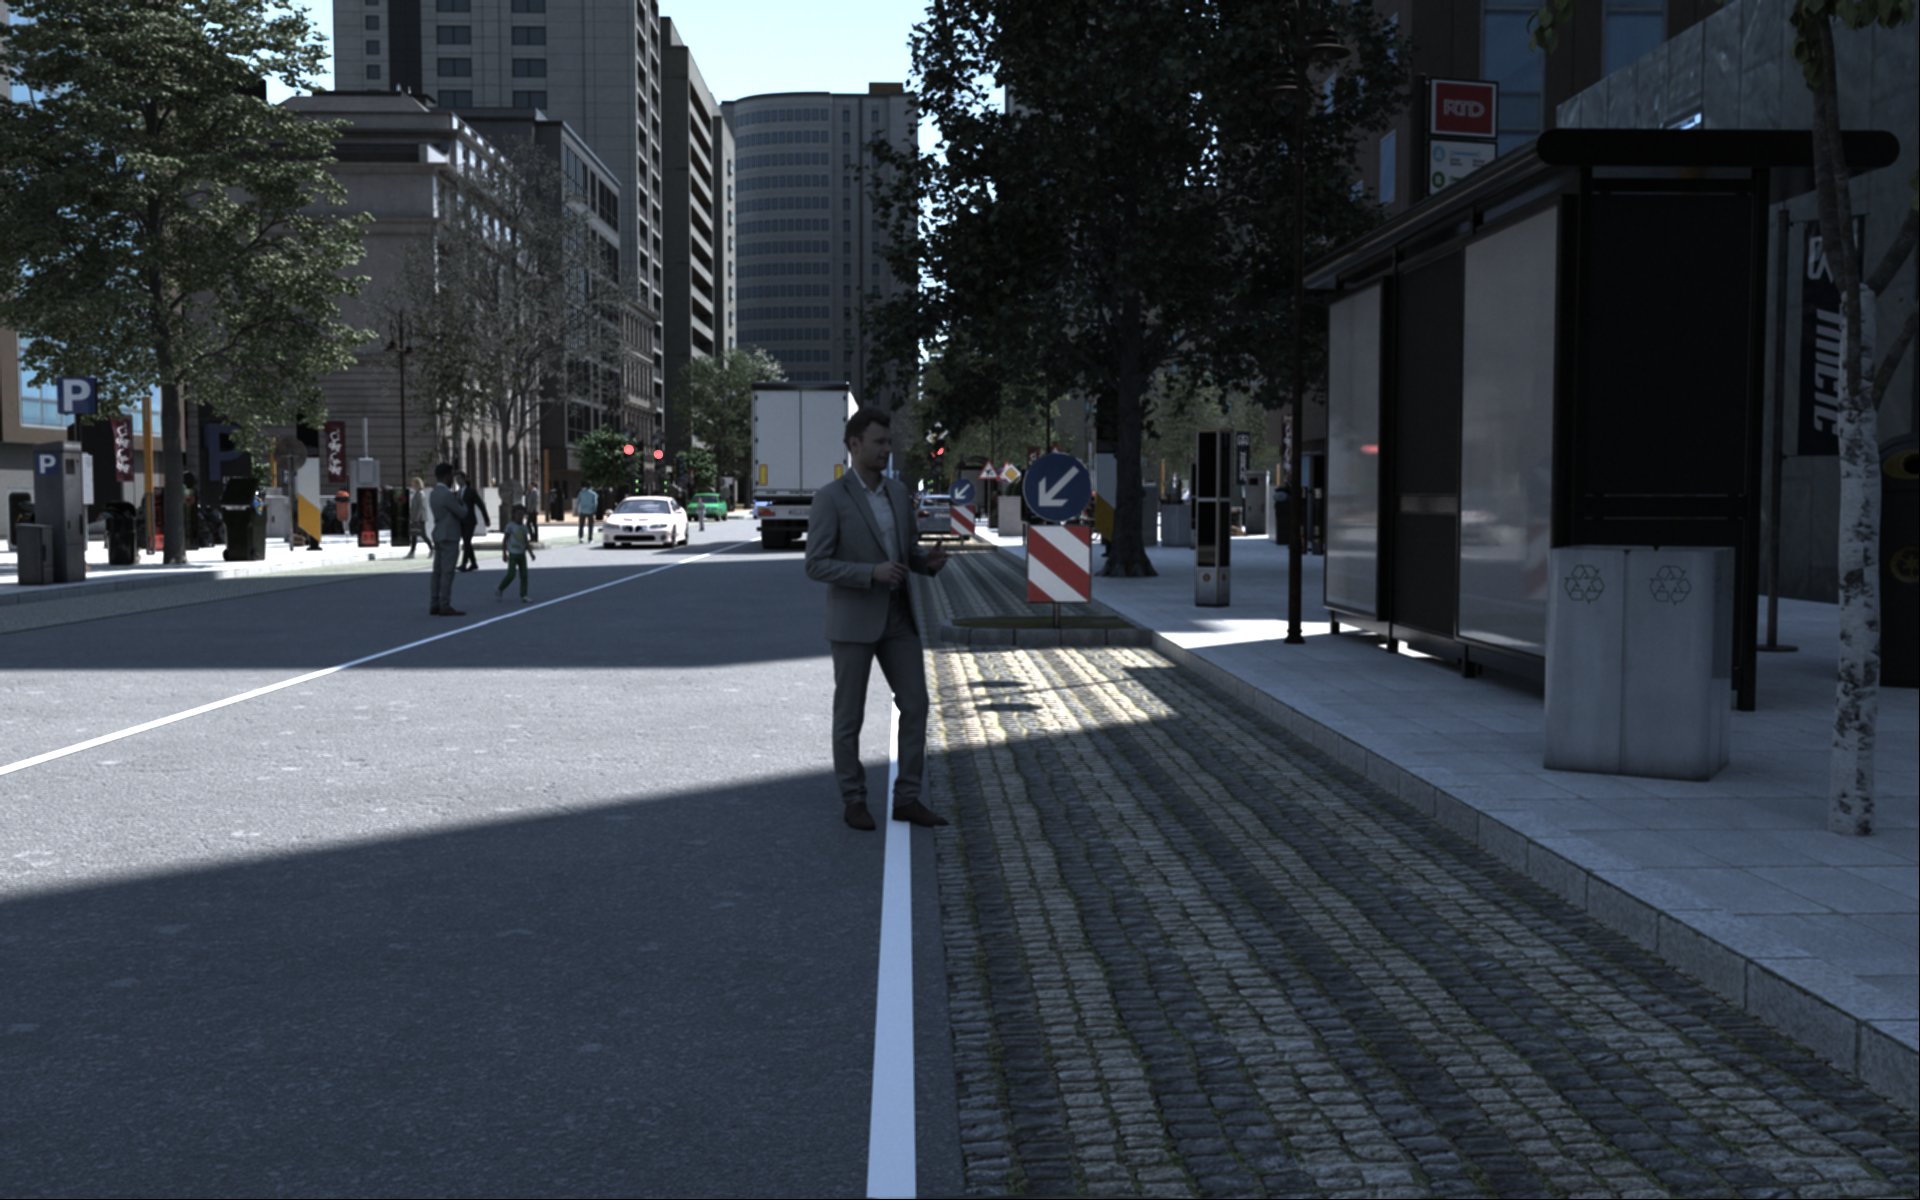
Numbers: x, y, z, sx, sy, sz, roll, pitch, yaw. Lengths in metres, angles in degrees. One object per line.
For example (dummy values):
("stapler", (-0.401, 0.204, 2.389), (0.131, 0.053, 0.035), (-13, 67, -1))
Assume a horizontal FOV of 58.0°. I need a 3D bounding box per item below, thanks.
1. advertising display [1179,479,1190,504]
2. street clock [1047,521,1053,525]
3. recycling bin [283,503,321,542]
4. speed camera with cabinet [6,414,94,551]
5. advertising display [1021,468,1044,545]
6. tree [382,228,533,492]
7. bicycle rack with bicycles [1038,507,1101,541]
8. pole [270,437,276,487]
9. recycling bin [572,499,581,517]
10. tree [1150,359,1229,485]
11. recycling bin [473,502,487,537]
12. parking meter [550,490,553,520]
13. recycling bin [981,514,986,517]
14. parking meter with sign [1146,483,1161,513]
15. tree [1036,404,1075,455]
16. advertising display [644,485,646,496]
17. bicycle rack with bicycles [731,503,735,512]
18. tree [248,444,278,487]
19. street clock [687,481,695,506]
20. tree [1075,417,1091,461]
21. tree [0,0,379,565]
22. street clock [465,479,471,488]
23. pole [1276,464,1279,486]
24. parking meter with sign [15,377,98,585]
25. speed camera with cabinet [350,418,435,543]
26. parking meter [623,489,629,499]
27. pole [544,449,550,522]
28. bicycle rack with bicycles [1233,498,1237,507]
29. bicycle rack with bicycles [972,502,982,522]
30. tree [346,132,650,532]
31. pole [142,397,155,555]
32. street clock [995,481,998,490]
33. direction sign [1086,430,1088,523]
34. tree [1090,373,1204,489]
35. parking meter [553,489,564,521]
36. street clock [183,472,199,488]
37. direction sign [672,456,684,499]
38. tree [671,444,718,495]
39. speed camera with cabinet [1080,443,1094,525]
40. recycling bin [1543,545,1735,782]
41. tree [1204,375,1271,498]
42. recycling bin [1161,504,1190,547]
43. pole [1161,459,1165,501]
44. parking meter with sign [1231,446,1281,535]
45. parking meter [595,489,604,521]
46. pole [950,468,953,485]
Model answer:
("advertising display", (9.853, -4.335, 76.085), (0.123, 1.923, 0.974), (2, 4, 31))
("street clock", (1.855, -1.868, 35.109), (0.471, 2.002, 0.358), (1, 4, 12))
("recycling bin", (-17.731, -2.088, 46.691), (0.722, 1.027, 0.722), (1, 4, 10))
("speed camera with cabinet", (-20.467, -2.725, 38.893), (2.038, 3.252, 0.660), (1, 4, 20))
("advertising display", (1.835, -2.351, 43.655), (0.123, 1.923, 0.974), (2, 4, 33))
("tree", (-14.330, -6.023, 48.846), (4.360, 8.622, 3.978), (0, 3, 0))
("bicycle rack with bicycles", (3.166, -2.071, 47.241), (2.925, 0.926, 2.852), (-1, 4, -15))
("pole", (-24.595, -4.172, 62.053), (0.158, 3.312, 0.155), (0, 3, 0))
("recycling bin", (-21.593, -5.257, 98.511), (0.722, 1.027, 0.722), (-2, 4, -32))
("tree", (18.977, -13.746, 142.871), (7.486, 12.596, 7.792), (0, 3, 0))
("recycling bin", (-14.768, -2.439, 52.439), (0.722, 1.027, 0.722), (-2, 4, -30))
("parking meter", (-20.166, -4.747, 86.016), (0.372, 1.533, 0.369), (0, 3, 0))
("recycling bin", (1.221, -5.234, 98.131), (0.722, 1.027, 0.722), (1, 4, 12))
("parking meter with sign", (13.104, -7.520, 119.205), (1.738, 3.016, 0.543), (1, 4, 11))
("tree", (8.198, -11.691, 141.516), (4.360, 8.622, 3.978), (0, 3, 0))
("advertising display", (-23.422, -7.429, 126.679), (0.974, 1.923, 0.123), (-1, 4, -10))
("bicycle rack with bicycles", (-17.710, -6.729, 123.405), (2.925, 0.926, 2.852), (0, 4, 3))
("tree", (-24.424, -3.974, 59.575), (1.663, 3.219, 1.824), (0, 3, 0))
("street clock", (-15.456, -5.803, 99.452), (0.358, 2.002, 0.471), (2, 4, 27))
("tree", (11.328, -10.886, 128.346), (4.360, 8.622, 3.978), (0, 3, 0))
("tree", (-14.816, -6.925, 31.351), (7.486, 12.596, 7.792), (0, 3, 0))
("street clock", (-23.461, -4.773, 82.615), (0.358, 2.002, 0.471), (-1, 4, -13))
("pole", (21.387, -7.509, 116.610), (0.158, 3.312, 0.155), (0, 3, 0))
("parking meter with sign", (-13.092, -1.762, 25.076), (0.543, 3.016, 1.738), (0, 4, -5))
("speed camera with cabinet", (-14.890, -3.124, 45.415), (2.038, 3.252, 0.660), (-2, 4, -26))
("parking meter", (-21.292, -6.310, 111.571), (0.372, 1.533, 0.369), (0, 3, 0))
("pole", (-18.876, -5.217, 79.140), (0.158, 3.312, 0.155), (0, 3, 0))
("bicycle rack with bicycles", (22.700, -8.311, 149.265), (2.852, 0.926, 2.925), (0, 4, 1))
("bicycle rack with bicycles", (1.545, -4.090, 80.259), (2.852, 0.926, 2.925), (0, 4, -7))
("tree", (-15.211, -9.038, 58.146), (12.009, 13.543, 11.850), (0, 3, 0))
("pole", (-17.110, -2.611, 36.526), (0.158, 3.312, 0.155), (0, 3, 0))
("street clock", (2.061, -5.210, 89.759), (0.471, 2.002, 0.358), (-1, 4, -14))
("direction sign", (4.521, -4.257, 61.604), (0.379, 3.537, 0.876), (0, 4, 7))
("tree", (10.238, -8.840, 94.894), (4.360, 8.622, 3.978), (0, 3, 0))
("parking meter", (-18.945, -4.502, 82.019), (0.372, 1.533, 0.369), (0, 3, 0))
("street clock", (-25.167, -3.188, 56.687), (0.471, 2.002, 0.358), (1, 4, 16))
("direction sign", (-16.751, -6.777, 102.798), (0.379, 3.537, 0.876), (3, 4, 37))
("tree", (-17.286, -7.928, 113.340), (4.285, 4.588, 4.351), (0, 3, 0))
("speed camera with cabinet", (4.768, -4.465, 67.335), (0.660, 3.252, 2.038), (0, 4, -4))
("recycling bin", (3.202, 0.269, 8.158), (0.722, 1.027, 0.722), (2, 4, 32))
("tree", (16.114, -8.941, 96.541), (4.360, 8.622, 3.978), (0, 3, 0))
("recycling bin", (5.393, -1.817, 42.255), (0.722, 1.027, 0.722), (-2, 4, -26))
("pole", (11.651, -6.467, 99.578), (0.158, 3.312, 0.155), (0, 3, 0))
("parking meter with sign", (9.379, -3.573, 54.673), (1.738, 3.016, 0.543), (2, 4, 24))
("parking meter", (-18.956, -5.061, 91.159), (0.372, 1.533, 0.369), (0, 3, 0))
("pole", (-0.627, -7.920, 123.330), (0.158, 3.312, 0.155), (0, 3, 0))
